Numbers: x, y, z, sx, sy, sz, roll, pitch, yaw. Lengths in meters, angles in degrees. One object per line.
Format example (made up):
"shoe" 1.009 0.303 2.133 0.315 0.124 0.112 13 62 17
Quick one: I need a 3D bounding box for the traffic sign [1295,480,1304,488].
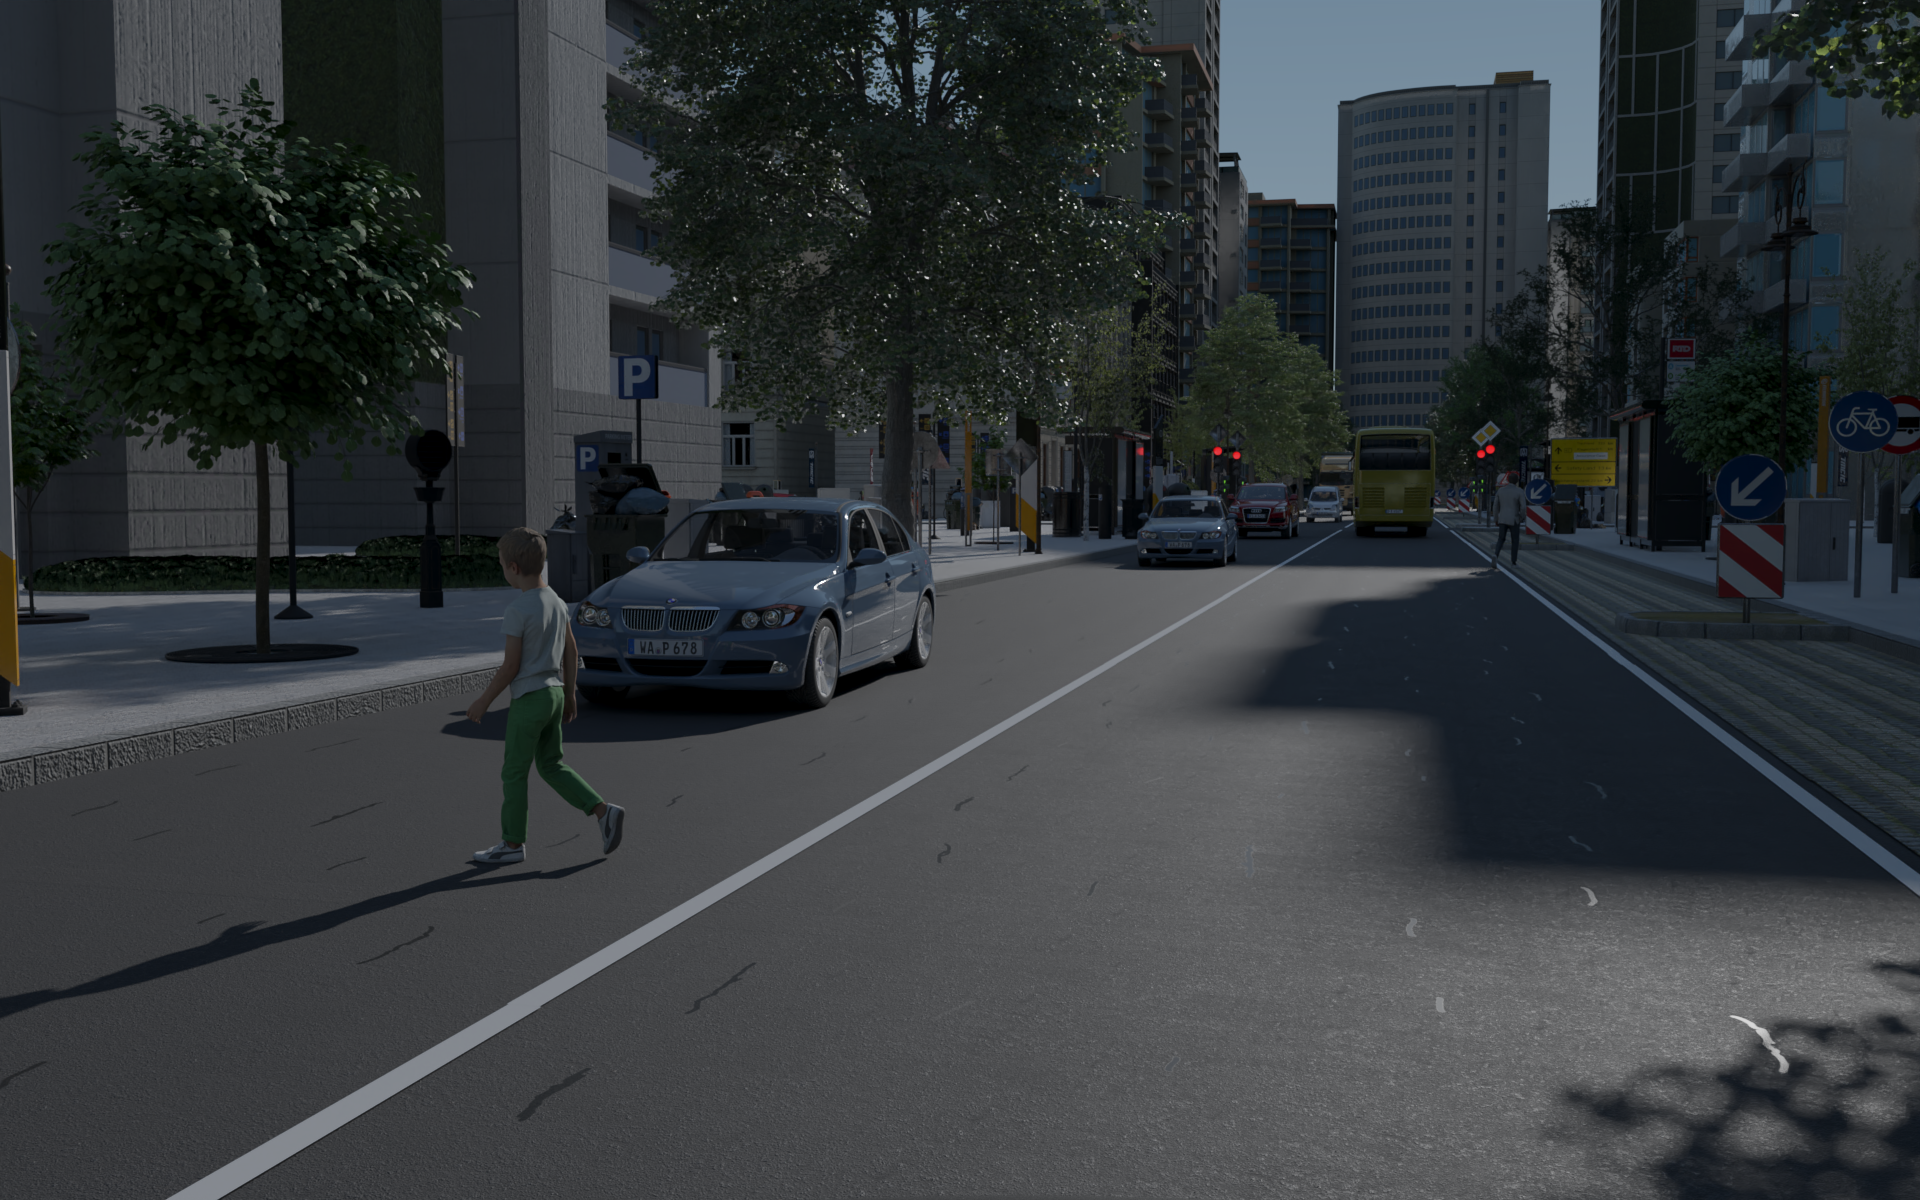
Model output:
"traffic sign" 27.291 -8.454 139.410 0.795 2.450 0.064 1 4 18

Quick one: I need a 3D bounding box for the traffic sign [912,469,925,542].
"traffic sign" -1.050 -2.487 40.769 0.768 2.556 0.104 1 4 16

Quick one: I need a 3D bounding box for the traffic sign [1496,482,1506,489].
"traffic sign" 39.252 -7.704 125.968 0.884 2.594 0.081 1 4 17

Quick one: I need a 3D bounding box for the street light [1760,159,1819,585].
"street light" 11.597 -3.154 24.361 0.468 5.910 1.993 1 4 14

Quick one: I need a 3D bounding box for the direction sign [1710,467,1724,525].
"direction sign" 32.090 -4.942 72.804 0.876 3.537 0.379 3 4 39

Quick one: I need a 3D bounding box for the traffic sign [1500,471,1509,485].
"traffic sign" 30.539 -5.907 96.588 0.884 2.594 0.081 1 4 17

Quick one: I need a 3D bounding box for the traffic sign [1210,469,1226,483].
"traffic sign" 11.963 -4.907 80.337 0.768 2.556 0.104 1 4 21

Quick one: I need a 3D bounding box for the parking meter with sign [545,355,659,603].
"parking meter with sign" -4.366 -1.519 21.097 0.543 3.016 1.738 1 4 23

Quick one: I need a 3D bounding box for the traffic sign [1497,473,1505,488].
"traffic sign" 33.367 -6.505 106.463 0.768 2.556 0.104 1 4 23

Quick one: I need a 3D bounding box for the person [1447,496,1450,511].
"person" 41.916 -8.540 148.816 0.721 1.739 1.217 1 4 11

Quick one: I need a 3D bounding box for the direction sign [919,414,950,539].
"direction sign" -0.729 -3.487 49.004 0.876 3.537 0.379 0 4 0

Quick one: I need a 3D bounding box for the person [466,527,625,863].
"person" -1.611 0.368 6.739 0.590 1.304 0.306 0 4 0

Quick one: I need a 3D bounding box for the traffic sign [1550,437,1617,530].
"traffic sign" 22.509 -4.202 62.583 2.265 3.308 0.079 1 4 21

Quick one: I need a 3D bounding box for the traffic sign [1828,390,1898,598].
"traffic sign" 11.121 -1.302 21.392 0.768 2.556 0.104 1 4 21

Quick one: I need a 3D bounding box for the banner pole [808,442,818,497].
"banner pole" -7.060 -5.723 83.591 0.401 3.779 0.863 2 4 31

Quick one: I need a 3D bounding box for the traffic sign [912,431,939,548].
"traffic sign" -0.809 -2.141 35.116 0.768 2.556 0.104 1 4 18

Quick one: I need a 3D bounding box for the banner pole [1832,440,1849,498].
"banner pole" 35.998 -4.948 70.919 0.863 3.779 0.401 0 4 -7

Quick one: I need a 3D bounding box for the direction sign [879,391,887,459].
"direction sign" -1.481 -2.806 37.868 0.379 3.537 0.876 -3 5 -42

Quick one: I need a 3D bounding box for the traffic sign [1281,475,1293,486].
"traffic sign" 21.292 -6.890 112.762 0.768 2.556 0.104 1 4 16

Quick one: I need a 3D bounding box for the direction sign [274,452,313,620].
"direction sign" -6.872 -1.575 17.754 0.379 3.537 0.876 1 4 10

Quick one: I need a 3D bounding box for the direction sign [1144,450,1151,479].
"direction sign" 9.469 -5.984 89.829 0.876 3.537 0.379 2 4 27

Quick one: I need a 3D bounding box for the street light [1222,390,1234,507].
"street light" 11.916 -6.380 77.096 0.468 5.910 1.993 1 4 14

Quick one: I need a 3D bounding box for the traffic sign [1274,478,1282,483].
"traffic sign" 25.340 -8.414 137.671 0.768 2.556 0.104 2 4 23

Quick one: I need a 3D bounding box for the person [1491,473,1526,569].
"person" 10.497 -1.516 33.139 0.661 1.843 0.795 3 5 41

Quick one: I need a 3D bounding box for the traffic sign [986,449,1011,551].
"traffic sign" 0.864 -2.266 39.174 0.606 2.300 0.079 1 4 18

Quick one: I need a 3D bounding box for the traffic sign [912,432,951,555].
"traffic sign" -0.634 -2.232 36.497 0.884 2.594 0.081 1 4 15

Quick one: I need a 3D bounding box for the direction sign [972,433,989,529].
"direction sign" 0.665 -4.393 63.820 0.876 3.537 0.379 -1 4 -23

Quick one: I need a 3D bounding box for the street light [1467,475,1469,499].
"street light" 42.730 -10.572 145.644 0.468 5.910 1.993 1 4 14

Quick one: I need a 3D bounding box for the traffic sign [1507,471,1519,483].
"traffic sign" 30.473 -5.825 95.339 0.768 2.556 0.104 1 4 22

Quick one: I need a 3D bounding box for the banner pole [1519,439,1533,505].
"banner pole" 25.819 -5.441 78.978 0.863 3.779 0.401 -1 4 -20

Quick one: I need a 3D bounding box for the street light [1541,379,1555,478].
"street light" 22.098 -5.650 65.167 0.468 5.910 1.993 1 4 14

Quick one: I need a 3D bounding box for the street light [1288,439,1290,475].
"street light" 22.468 -8.895 118.218 0.468 5.910 1.993 1 4 14

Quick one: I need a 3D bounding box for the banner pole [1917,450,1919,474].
"banner pole" 39.901 -5.011 71.949 0.863 3.779 0.401 -2 4 -32

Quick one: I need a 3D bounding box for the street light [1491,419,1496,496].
"street light" 32.339 -8.099 105.200 0.468 5.910 1.993 1 4 14

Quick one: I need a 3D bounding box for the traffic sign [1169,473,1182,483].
"traffic sign" 10.256 -4.921 82.581 0.606 2.300 0.079 1 4 22

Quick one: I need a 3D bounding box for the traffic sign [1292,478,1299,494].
"traffic sign" 27.387 -8.614 140.940 0.768 2.556 0.104 1 4 22

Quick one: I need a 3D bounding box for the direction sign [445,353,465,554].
"direction sign" -8.213 -2.216 28.222 0.379 3.537 0.876 0 4 1

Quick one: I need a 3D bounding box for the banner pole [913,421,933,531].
"banner pole" -1.332 -4.246 59.435 0.863 3.779 0.401 0 4 -2

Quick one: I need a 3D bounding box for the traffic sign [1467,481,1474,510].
"traffic sign" 40.823 -8.437 137.949 0.884 2.594 0.081 1 4 15

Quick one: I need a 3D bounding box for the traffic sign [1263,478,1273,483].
"traffic sign" 24.786 -8.524 139.474 0.768 2.556 0.104 1 4 16

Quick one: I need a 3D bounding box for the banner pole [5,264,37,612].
"banner pole" -10.518 -1.781 19.131 0.401 3.779 0.863 -2 4 -35

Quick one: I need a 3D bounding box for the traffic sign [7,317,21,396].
"traffic sign" -6.433 -0.684 11.286 0.768 2.556 0.104 1 4 17

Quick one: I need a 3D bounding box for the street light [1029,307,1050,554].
"street light" 1.682 -3.918 36.849 0.468 5.910 1.993 1 4 14

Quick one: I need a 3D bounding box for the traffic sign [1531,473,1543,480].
"traffic sign" 27.501 -4.921 82.584 0.606 2.300 0.079 1 4 21

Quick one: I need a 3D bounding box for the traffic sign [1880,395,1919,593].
"traffic sign" 12.097 -1.360 22.344 0.768 2.556 0.104 1 4 17

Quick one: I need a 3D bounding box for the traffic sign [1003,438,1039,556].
"traffic sign" 1.243 -2.122 35.882 0.795 2.450 0.064 2 4 23
